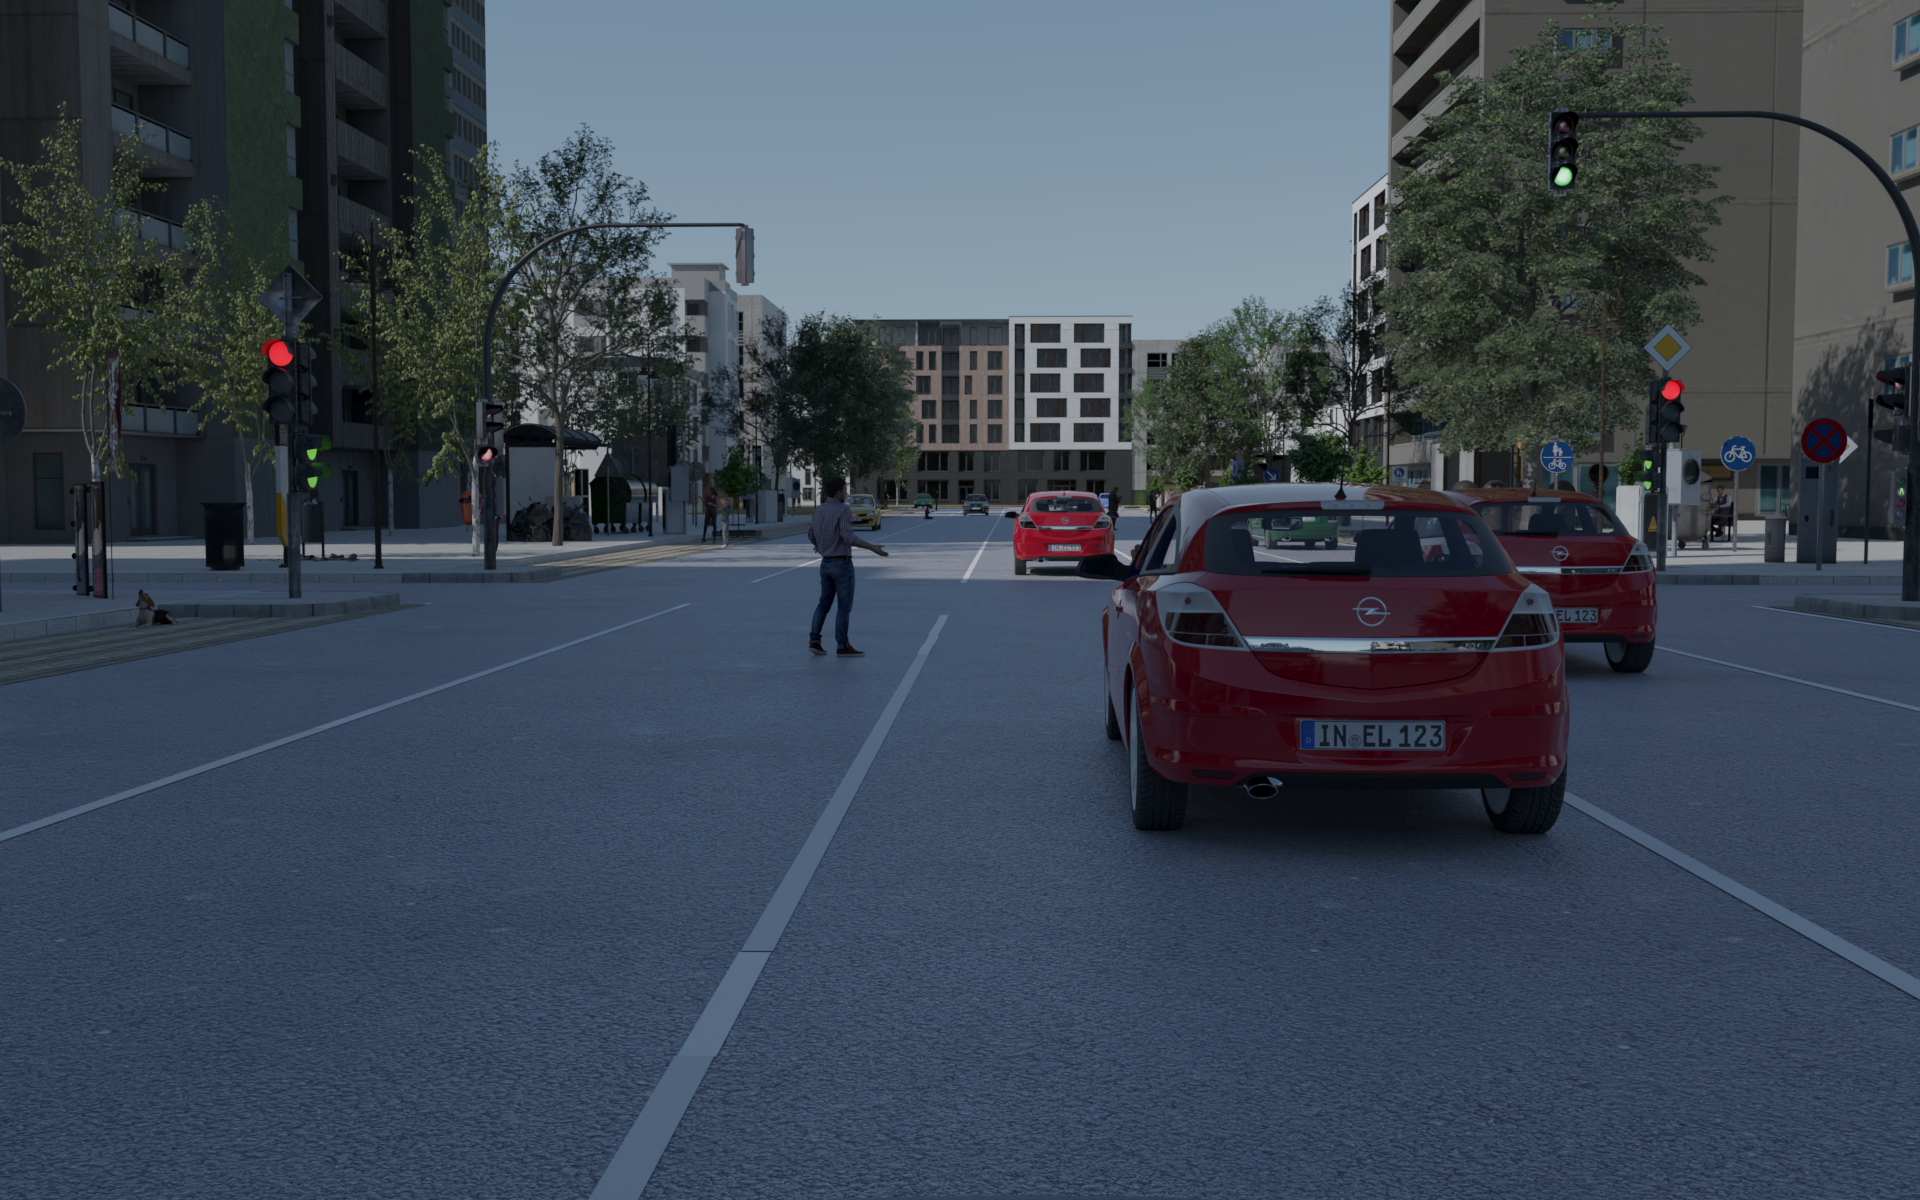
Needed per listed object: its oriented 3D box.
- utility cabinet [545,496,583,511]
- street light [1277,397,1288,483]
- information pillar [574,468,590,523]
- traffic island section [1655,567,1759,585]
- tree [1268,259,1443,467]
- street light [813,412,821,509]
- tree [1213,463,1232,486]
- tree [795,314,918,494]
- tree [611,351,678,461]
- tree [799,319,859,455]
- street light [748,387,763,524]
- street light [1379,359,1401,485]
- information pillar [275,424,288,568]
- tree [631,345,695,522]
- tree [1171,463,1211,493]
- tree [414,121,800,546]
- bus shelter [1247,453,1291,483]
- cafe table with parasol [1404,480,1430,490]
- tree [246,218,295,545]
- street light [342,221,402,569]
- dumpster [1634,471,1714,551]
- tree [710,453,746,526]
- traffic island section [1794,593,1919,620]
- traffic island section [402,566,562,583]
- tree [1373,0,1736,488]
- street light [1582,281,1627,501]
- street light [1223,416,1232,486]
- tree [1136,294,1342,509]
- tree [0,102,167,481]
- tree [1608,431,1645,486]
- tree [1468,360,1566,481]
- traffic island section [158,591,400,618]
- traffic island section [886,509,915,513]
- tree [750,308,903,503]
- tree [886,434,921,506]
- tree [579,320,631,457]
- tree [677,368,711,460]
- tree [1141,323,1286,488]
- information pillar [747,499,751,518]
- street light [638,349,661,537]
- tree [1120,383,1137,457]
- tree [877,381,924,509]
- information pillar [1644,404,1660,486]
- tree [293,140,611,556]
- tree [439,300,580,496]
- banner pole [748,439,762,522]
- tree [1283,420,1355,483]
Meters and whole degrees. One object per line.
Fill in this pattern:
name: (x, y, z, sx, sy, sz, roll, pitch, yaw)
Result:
utility cabinet: (-11.201, -2.317, 49.042, 1.020, 1.237, 0.306, 1, 4, 9)
street light: (15.273, -6.665, 81.756, 0.468, 5.910, 1.993, 0, 4, 2)
information pillar: (-10.877, -2.773, 49.829, 0.304, 2.012, 0.304, 2, 4, 32)
traffic island section: (11.666, -0.397, 28.777, 2.009, 0.180, 2.903, 0, 4, 2)
tree: (15.715, -8.215, 68.728, 7.601, 10.594, 8.767, 1, 4, 15)
street light: (-7.993, -7.506, 95.511, 0.468, 5.910, 1.993, 0, 4, 2)
tree: (16.668, -6.865, 106.836, 1.663, 3.219, 1.824, 0, 3, 0)
tree: (-7.692, -13.211, 122.655, 9.857, 13.997, 8.962, 0, 3, 0)
tree: (-16.931, -8.219, 84.747, 4.737, 8.622, 4.395, 0, 3, 0)
tree: (-9.297, -9.313, 86.684, 8.767, 10.594, 7.601, 0, 4, -4)
street light: (-8.689, -6.185, 73.906, 0.468, 5.910, 1.993, 0, 4, 2)
street light: (14.693, -5.296, 59.382, 0.468, 5.910, 1.993, 0, 4, 2)
information pillar: (-11.762, -2.371, 30.118, 0.183, 3.616, 0.504, 0, 4, 0)
tree: (-14.183, -7.915, 79.771, 4.360, 8.622, 3.978, 0, 3, 0)
tree: (17.668, -9.182, 133.834, 4.285, 4.588, 4.351, 0, 3, 0)
tree: (-9.674, -6.625, 42.726, 7.601, 10.594, 8.767, -3, 5, -39)
bus shelter: (18.056, -6.718, 101.119, 1.731, 3.624, 6.357, 0, 4, 2)
cafe table with parasol: (21.924, -4.719, 82.024, 2.610, 1.966, 2.610, 3, 5, 40)
tree: (-17.894, -5.676, 43.159, 4.737, 8.622, 4.395, 0, 3, 0)
street light: (-9.994, -3.475, 29.598, 0.468, 5.910, 1.993, 0, 4, 2)
dumpster: (16.427, -2.087, 39.880, 1.264, 1.857, 1.865, 0, 4, 2)
tree: (-9.310, -4.653, 70.683, 1.663, 3.219, 1.824, 0, 3, 0)
traffic island section: (11.421, 0.091, 20.795, 2.009, 0.180, 2.903, 0, 4, 2)
traffic island section: (-7.986, -0.434, 29.383, 2.009, 0.180, 2.903, 0, 4, 2)
tree: (15.346, -8.543, 46.331, 9.857, 13.997, 8.962, 0, 3, 0)
street light: (14.015, -3.975, 37.776, 0.468, 5.910, 1.993, 0, 4, 2)
street light: (15.932, -7.986, 103.363, 0.468, 5.910, 1.993, 0, 4, 2)
tree: (16.239, -10.109, 91.030, 9.928, 11.665, 9.643, 0, 3, 0)
tree: (-16.635, -5.097, 33.703, 4.737, 8.622, 4.395, 0, 3, 0)
tree: (21.090, -3.601, 53.473, 1.663, 3.219, 1.824, 0, 3, 0)
tree: (23.103, -7.451, 72.191, 4.737, 8.622, 4.395, 0, 3, 0)
traffic island section: (-8.231, 0.054, 21.402, 2.009, 0.180, 2.903, 0, 4, 2)
traffic island section: (-4.525, -6.635, 131.352, 1.991, 0.108, 1.994, 0, 4, 2)
tree: (-8.251, -11.602, 106.699, 9.611, 12.733, 9.660, 0, 3, 0)
tree: (-6.371, -14.067, 180.351, 4.737, 8.622, 4.395, 0, 3, 0)
tree: (-15.956, -7.387, 71.143, 4.360, 8.622, 3.978, 0, 3, 0)
tree: (-15.834, -8.905, 95.952, 4.737, 8.622, 4.395, 0, 3, 0)
tree: (16.757, -12.205, 116.564, 9.611, 12.733, 9.660, 0, 3, 0)
information pillar: (-11.504, -5.519, 94.734, 0.304, 2.012, 0.304, 1, 4, 20)
street light: (-9.333, -4.849, 52.073, 0.468, 5.910, 1.993, 0, 4, 2)
tree: (17.564, -13.784, 151.127, 9.928, 11.665, 9.643, 0, 3, 0)
tree: (-6.734, -13.444, 145.559, 9.928, 11.665, 9.643, 0, 3, 0)
information pillar: (15.583, -2.914, 39.002, 0.183, 3.616, 0.504, -1, 4, -9)
tree: (-10.203, -5.201, 35.399, 4.737, 8.622, 4.395, 0, 3, 0)
tree: (-16.908, -6.957, 64.108, 4.360, 8.622, 3.978, 0, 3, 0)
banner pole: (-9.330, -5.403, 78.363, 0.863, 3.779, 0.401, 1, 4, 20)
tree: (15.789, -5.639, 75.912, 4.285, 4.588, 4.351, 0, 3, 0)
